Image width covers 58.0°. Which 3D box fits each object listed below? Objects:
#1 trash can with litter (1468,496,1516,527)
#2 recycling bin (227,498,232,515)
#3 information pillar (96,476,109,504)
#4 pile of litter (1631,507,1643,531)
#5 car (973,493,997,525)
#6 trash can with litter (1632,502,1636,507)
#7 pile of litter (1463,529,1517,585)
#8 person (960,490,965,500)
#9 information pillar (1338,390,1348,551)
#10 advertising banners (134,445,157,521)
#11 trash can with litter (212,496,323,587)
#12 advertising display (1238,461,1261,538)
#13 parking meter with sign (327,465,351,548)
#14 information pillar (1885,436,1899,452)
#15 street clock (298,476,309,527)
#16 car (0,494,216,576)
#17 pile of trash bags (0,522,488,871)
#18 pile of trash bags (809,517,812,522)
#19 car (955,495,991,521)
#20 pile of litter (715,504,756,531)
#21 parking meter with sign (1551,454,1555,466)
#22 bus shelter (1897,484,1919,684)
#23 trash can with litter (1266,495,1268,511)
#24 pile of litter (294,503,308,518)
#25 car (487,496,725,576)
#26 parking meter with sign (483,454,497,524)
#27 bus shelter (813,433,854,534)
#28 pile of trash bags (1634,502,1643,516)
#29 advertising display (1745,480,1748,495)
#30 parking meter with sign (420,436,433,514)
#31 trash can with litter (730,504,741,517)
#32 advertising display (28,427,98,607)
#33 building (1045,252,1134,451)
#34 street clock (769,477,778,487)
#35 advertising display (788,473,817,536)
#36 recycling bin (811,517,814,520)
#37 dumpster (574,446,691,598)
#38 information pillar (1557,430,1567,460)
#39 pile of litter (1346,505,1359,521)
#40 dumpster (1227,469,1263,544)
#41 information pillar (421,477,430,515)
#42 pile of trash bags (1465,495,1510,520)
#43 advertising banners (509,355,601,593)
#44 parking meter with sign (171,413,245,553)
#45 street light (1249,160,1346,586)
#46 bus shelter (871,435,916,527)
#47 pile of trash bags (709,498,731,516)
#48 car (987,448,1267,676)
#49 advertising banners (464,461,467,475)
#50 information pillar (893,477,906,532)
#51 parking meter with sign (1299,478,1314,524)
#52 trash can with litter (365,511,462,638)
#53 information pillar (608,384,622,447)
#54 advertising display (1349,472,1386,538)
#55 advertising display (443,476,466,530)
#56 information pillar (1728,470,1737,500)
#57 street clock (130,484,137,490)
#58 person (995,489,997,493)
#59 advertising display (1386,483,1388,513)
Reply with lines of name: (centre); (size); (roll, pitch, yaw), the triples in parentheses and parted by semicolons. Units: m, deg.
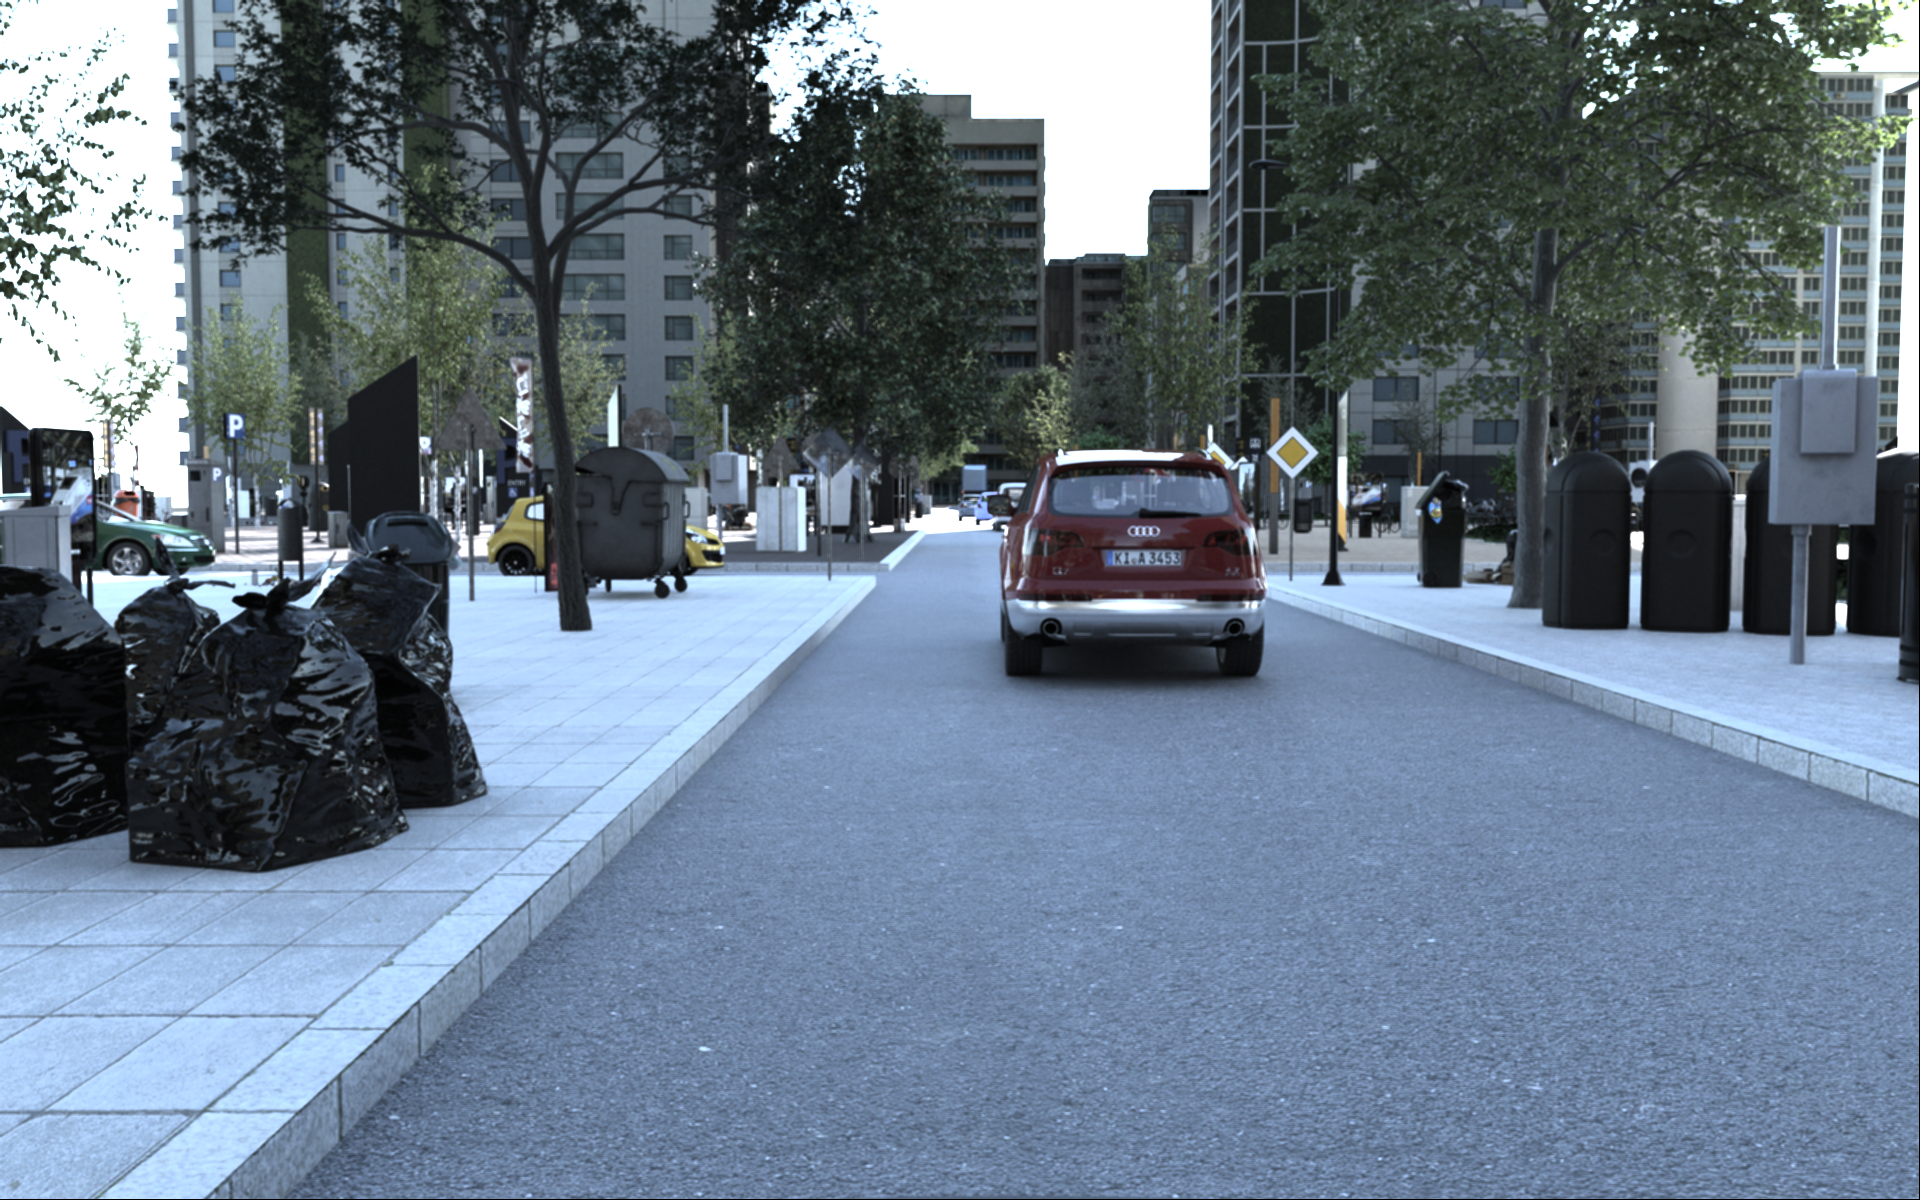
trash can with litter: (20.783, -3.409, 66.797); (2.233, 1.210, 1.678); (2, 4, 25)
recycling bin: (-44.449, -5.730, 106.236); (0.722, 1.027, 0.722); (1, 4, 17)
information pillar: (-35.183, -4.077, 71.147); (0.304, 2.012, 0.304); (1, 4, 18)
pile of litter: (23.075, -2.801, 59.767); (1.719, 0.858, 1.176); (0, 4, 6)
car: (1.561, -4.400, 81.524); (1.945, 1.707, 3.694); (0, 3, 0)
trash can with litter: (42.036, -5.926, 108.277); (0.624, 1.170, 1.055); (2, 4, 27)
pile of litter: (7.846, -0.666, 24.856); (1.176, 0.858, 1.719); (0, 4, 6)
person: (0.170, -7.703, 134.993); (0.434, 1.755, 0.990); (1, 4, 16)
information pillar: (8.484, -2.895, 38.694); (0.183, 3.616, 0.504); (3, 5, 45)
advertising banners: (-29.666, -4.088, 63.020); (0.090, 3.025, 2.074); (0, 4, -7)
trash can with litter: (-9.183, -0.797, 24.082); (2.233, 1.210, 1.678); (3, 4, 36)
advertising display: (5.755, -1.792, 34.514); (0.123, 1.923, 0.974); (-1, 4, -11)
parking meter with sign: (-14.442, -2.797, 41.999); (0.543, 3.016, 1.738); (3, 5, 42)
information pillar: (37.178, -4.758, 69.153); (0.504, 3.616, 0.183); (2, 4, 27)
street clock: (-25.870, -3.898, 68.306); (0.471, 2.002, 0.358); (3, 5, 41)
car: (-15.133, -1.067, 29.245); (4.920, 1.459, 2.131); (0, 4, -1)
pile of trash bags: (-3.648, 0.161, 7.116); (3.447, 1.369, 1.912); (1, 4, 18)
pile of trash bags: (-6.757, -4.269, 79.555); (1.912, 1.369, 3.447); (0, 4, 0)
car: (0.761, -4.954, 92.995); (2.014, 1.417, 4.499); (0, 4, 0)
pile of litter: (-7.676, -2.842, 60.428); (1.719, 0.858, 1.176); (1, 4, 17)
parking meter with sign: (25.591, -4.744, 73.822); (0.543, 3.016, 1.738); (1, 4, 11)
bus shelter: (6.608, -1.839, 7.693); (2.179, 5.291, 8.768); (0, 4, 0)
trash can with litter: (16.699, -5.128, 94.892); (1.678, 1.210, 2.233); (0, 4, 4)
pile of litter: (-33.610, -4.510, 87.703); (1.719, 0.858, 1.176); (0, 4, -2)
car: (-6.054, -1.197, 29.796); (3.980, 1.641, 2.015); (0, 4, 1)
parking meter with sign: (-20.088, -4.802, 74.767); (0.543, 3.016, 1.738); (-3, 5, -41)
bus shelter: (-3.995, -3.965, 58.759); (2.014, 3.302, 5.546); (0, 3, 0)
pile of trash bags: (30.993, -4.107, 76.896); (1.912, 1.369, 3.447); (1, 4, 12)
advertising display: (36.807, -4.574, 79.996); (0.974, 1.923, 0.123); (2, 4, 30)
parking meter with sign: (-16.548, -3.396, 51.793); (0.543, 3.016, 1.738); (2, 4, 26)
trash can with litter: (-11.969, -4.972, 92.671); (0.624, 1.170, 1.055); (1, 4, 14)
advertising display: (-8.793, -0.722, 17.018); (0.123, 1.923, 0.974); (0, 4, 2)
building: (17.323, -26.802, 209.911); (14.107, 30.474, 14.160); (0, 4, 0)
street clock: (-6.878, -3.622, 63.783); (0.358, 2.002, 0.471); (-1, 4, -20)
advertising display: (-4.781, -2.907, 52.739); (0.974, 1.923, 0.123); (2, 4, 24)
recycling bin: (-6.914, -4.454, 85.377); (0.722, 1.027, 0.722); (2, 4, 34)
dumpster: (-4.166, -0.989, 21.922); (1.264, 1.857, 1.865); (0, 4, 0)
information pillar: (21.944, -4.399, 63.272); (0.504, 3.616, 0.183); (-2, 4, -34)
pile of litter: (19.014, -4.309, 84.425); (1.176, 0.858, 1.719); (1, 4, 13)
dumpster: (6.429, -2.155, 40.988); (1.264, 1.857, 1.865); (0, 4, 0)
information pillar: (-22.945, -4.278, 74.432); (0.304, 2.012, 0.304); (-2, 4, -30)
pile of trash bags: (25.708, -4.461, 82.695); (3.447, 1.369, 1.912); (0, 4, -6)
advertising banners: (-5.341, -1.633, 22.891); (0.090, 3.025, 2.074); (1, 4, 20)
parking meter with sign: (-16.459, -2.540, 37.784); (1.738, 3.016, 0.543); (1, 4, 20)
street light: (4.723, -3.163, 24.251); (1.470, 5.913, 1.316); (0, 4, 0)
bus shelter: (-2.634, -4.864, 70.806); (1.731, 3.624, 6.357); (0, 4, 0)
pile of trash bags: (-15.328, -5.990, 107.683); (3.447, 1.369, 1.912); (-3, 5, -43)
car: (1.376, -0.399, 15.194); (2.281, 1.827, 5.304); (0, 4, 1)
advertising banners: (-25.705, -5.815, 91.265); (0.090, 3.025, 2.074); (-3, 4, -36)
information pillar: (-2.039, -3.291, 58.306); (0.304, 2.012, 0.304); (-3, 5, -41)
parking meter with sign: (15.116, -4.847, 75.508); (0.543, 3.016, 1.738); (0, 4, -7)
trash can with litter: (-3.371, 0.033, 10.848); (0.624, 1.170, 1.055); (-2, 4, -24)
information pillar: (-7.372, -2.797, 37.089); (0.183, 3.616, 0.504); (-3, 4, -38)
advertising display: (11.932, -2.796, 50.930); (0.974, 1.923, 0.123); (2, 4, 23)
advertising display: (-18.131, -3.495, 62.361); (0.974, 1.923, 0.123); (-3, 5, -43)
information pillar: (23.792, -3.002, 53.579); (0.304, 2.012, 0.304); (0, 4, 0)
street clock: (-49.004, -6.005, 102.750); (0.358, 2.002, 0.471); (-3, 5, -42)
person: (2.395, -6.896, 121.697); (0.683, 1.767, 0.568); (-2, 4, -28)
advertising display: (24.168, -5.745, 99.152); (0.123, 1.923, 0.974); (-1, 4, -19)
